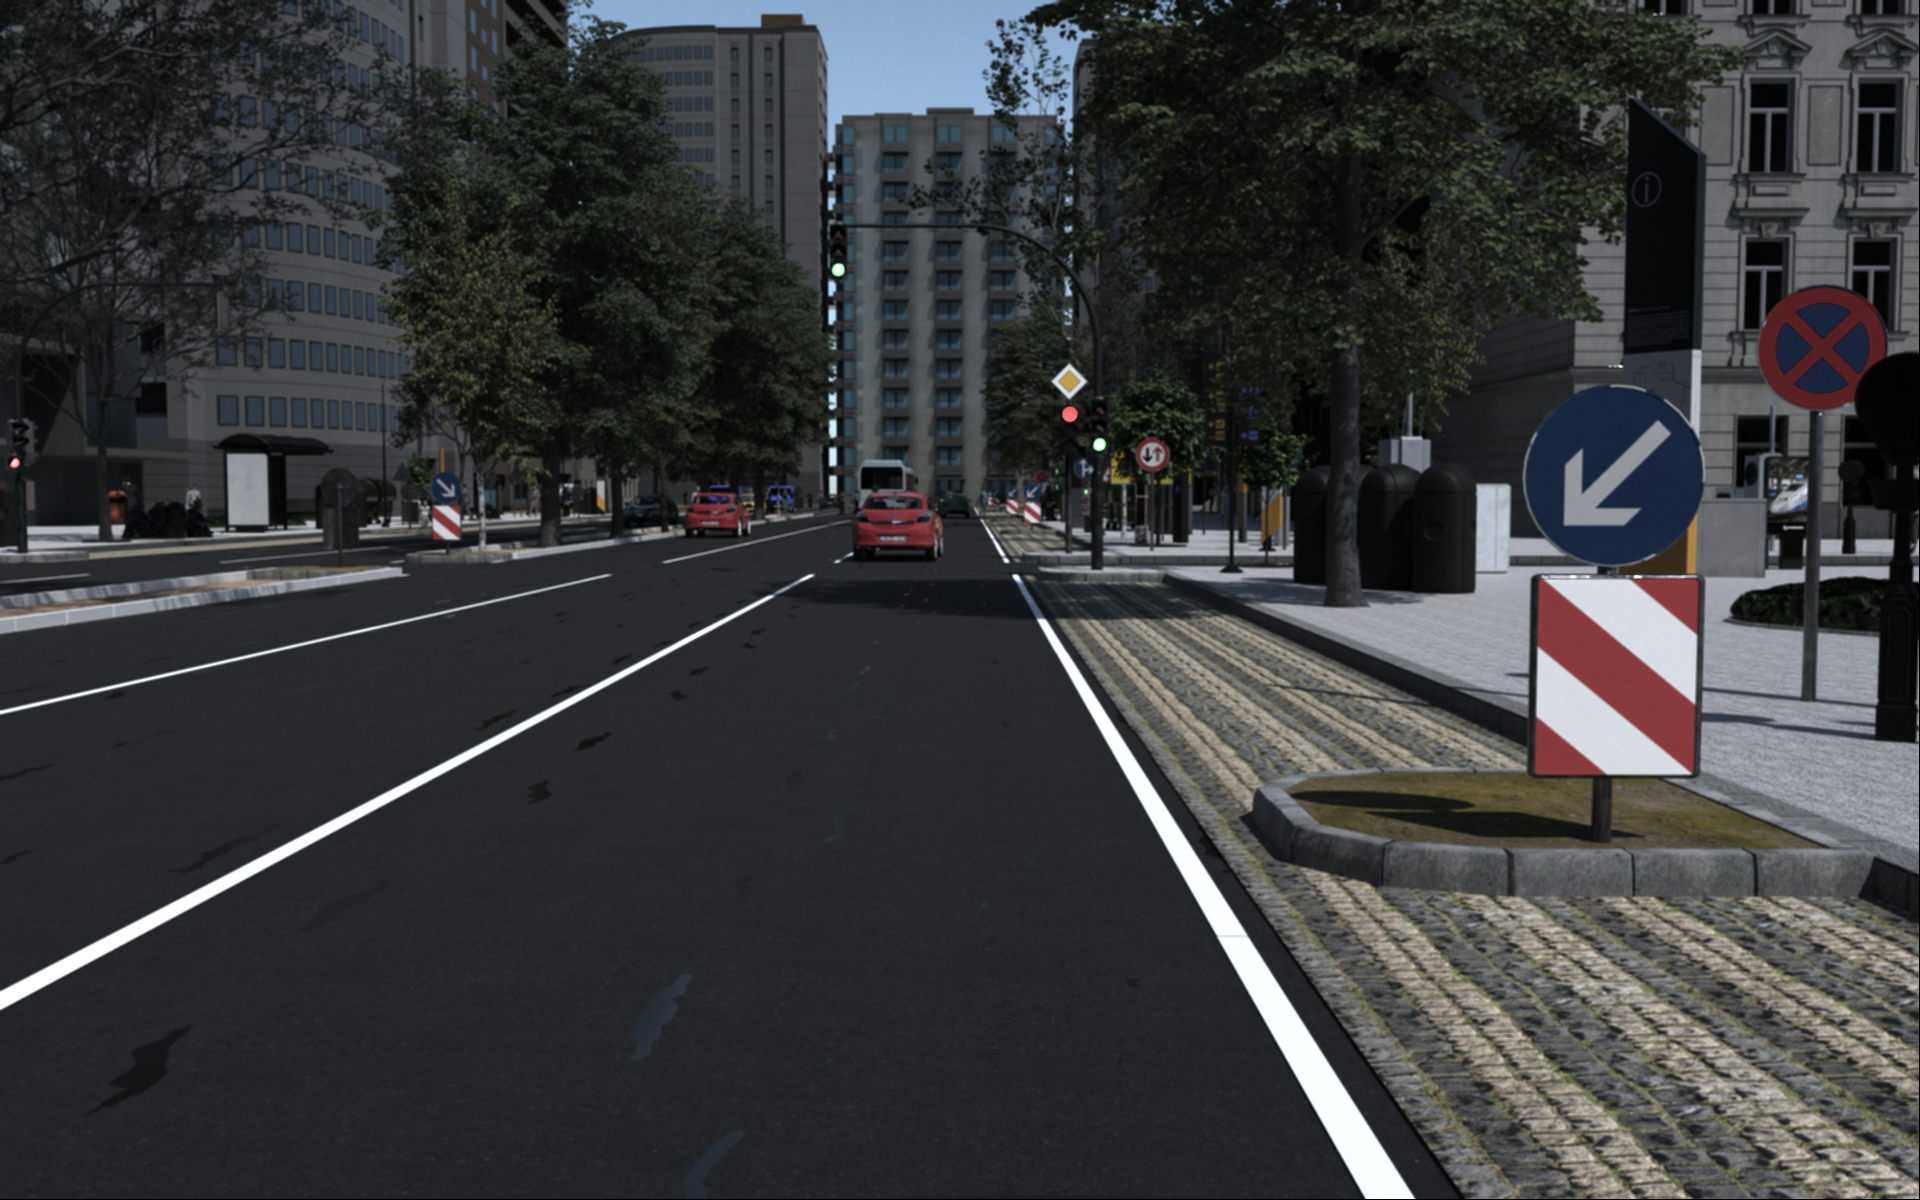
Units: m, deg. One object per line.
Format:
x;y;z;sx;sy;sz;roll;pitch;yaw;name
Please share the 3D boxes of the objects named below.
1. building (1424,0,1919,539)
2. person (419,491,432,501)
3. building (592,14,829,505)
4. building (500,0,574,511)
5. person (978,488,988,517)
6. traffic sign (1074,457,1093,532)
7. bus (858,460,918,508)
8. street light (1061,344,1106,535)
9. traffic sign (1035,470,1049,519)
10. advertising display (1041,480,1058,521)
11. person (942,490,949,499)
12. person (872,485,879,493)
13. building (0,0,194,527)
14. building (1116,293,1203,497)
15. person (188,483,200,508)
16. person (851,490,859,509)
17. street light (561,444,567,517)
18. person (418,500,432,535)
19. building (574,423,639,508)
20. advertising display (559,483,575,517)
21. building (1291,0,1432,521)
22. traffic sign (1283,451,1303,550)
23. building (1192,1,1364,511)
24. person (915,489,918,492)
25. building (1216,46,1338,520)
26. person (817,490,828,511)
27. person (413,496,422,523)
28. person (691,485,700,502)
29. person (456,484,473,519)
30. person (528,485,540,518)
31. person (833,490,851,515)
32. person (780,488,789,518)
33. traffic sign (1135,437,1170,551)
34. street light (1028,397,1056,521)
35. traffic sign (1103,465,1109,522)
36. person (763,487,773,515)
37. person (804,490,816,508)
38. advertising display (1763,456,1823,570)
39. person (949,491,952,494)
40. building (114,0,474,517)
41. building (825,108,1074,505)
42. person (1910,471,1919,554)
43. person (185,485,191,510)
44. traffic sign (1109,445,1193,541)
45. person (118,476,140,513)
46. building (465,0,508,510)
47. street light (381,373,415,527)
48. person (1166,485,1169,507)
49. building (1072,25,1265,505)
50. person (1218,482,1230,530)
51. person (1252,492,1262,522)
38.725;-17.091;55.854;44.131;29.872;17.030;0;4;0;building
-27.603;-5.091;89.051;0.659;1.850;0.755;3;5;44;person
-30.776;-41.283;216.977;28.212;58.520;21.231;0;4;0;building
-43.828;-31.396;137.022;21.300;48.544;21.600;0;4;0;building
1.437;-6.145;108.832;0.748;1.841;0.638;-2;4;-24;person
4.254;-3.594;58.872;0.768;2.556;0.104;0;4;2;traffic sign
-4.132;-6.453;100.369;2.948;3.499;13.247;0;4;1;bus
3.836;-4.970;53.803;1.470;5.913;1.316;0;4;0;street light
4.297;-5.526;90.453;0.768;2.556;0.104;1;4;9;traffic sign
4.215;-4.672;81.606;0.974;1.923;0.123;3;5;43;advertising display
-1.069;-7.401;130.230;0.721;1.743;1.217;-3;4;-38;person
-2.694;-2.865;56.177;0.563;1.720;0.643;3;4;37;person
-47.120;-28.869;61.250;28.713;52.752;27.495;0;4;0;building
29.785;-19.458;163.179;27.650;21.520;28.899;0;4;0;building
-32.209;-4.048;72.981;0.760;1.731;0.466;2;4;25;person
-8.827;-8.583;148.823;1.348;1.826;0.705;-2;4;-34;person
-21.454;-7.552;96.010;1.470;5.913;1.316;0;4;0;street light
-18.664;-2.871;60.463;0.505;1.210;0.382;-3;5;-40;person
-47.454;-19.489;163.681;28.899;21.520;27.650;0;4;0;building
-22.484;-5.731;98.915;0.974;1.923;0.123;0;4;-4;advertising display
21.912;-14.949;74.089;12.332;23.373;15.834;0;4;0;building
7.469;-2.428;39.802;0.768;2.556;0.104;0;4;1;traffic sign
32.221;-27.175;136.188;32.217;40.220;23.993;0;4;0;building
-3.377;-7.654;133.733;1.350;1.814;0.705;1;4;22;person
23.833;-16.155;97.425;16.112;22.955;30.059;0;4;0;building
-11.741;-8.466;146.996;0.705;1.814;1.350;3;4;37;person
-23.966;-3.995;76.382;0.505;1.210;0.382;-2;4;-25;person
-10.520;-3.707;69.459;0.694;1.780;0.624;-2;4;-29;person
-25.038;-4.975;87.664;0.850;1.792;0.678;0;4;5;person
-22.956;-5.321;93.387;0.599;1.781;0.374;0;4;7;person
-7.925;-6.531;115.999;1.217;1.735;0.721;0;4;7;person
-10.142;-5.588;100.118;0.529;1.795;0.600;0;4;4;person
4.334;-2.382;39.045;0.768;2.556;0.104;0;4;4;traffic sign
3.931;-6.751;82.925;1.470;5.913;1.316;0;4;0;street light
6.717;-4.784;78.219;0.884;2.594;0.081;0;4;5;traffic sign
-12.247;-6.268;110.351;0.648;1.900;0.474;-1;4;-17;person
-14.924;-10.035;172.535;1.348;1.831;0.705;0;4;6;person
14.142;-1.481;29.429;0.974;1.923;0.123;0;4;-3;advertising display
-0.895;-8.666;150.854;0.621;1.740;0.551;2;4;28;person
-42.252;-33.961;97.269;21.231;58.520;28.212;0;4;0;building
-1.286;-36.570;217.533;30.456;49.044;23.786;0;4;0;building
20.411;-1.859;36.931;0.782;1.767;0.515;0;4;-8;person
-36.727;-4.616;82.513;0.522;1.701;0.512;0;4;1;person
5.186;-3.249;46.990;2.265;3.308;0.079;0;4;5;traffic sign
-28.265;-3.272;58.910;0.474;1.900;0.648;1;4;14;person
-40.178;-28.682;119.059;14.600;45.320;14.200;0;4;0;building
-21.637;-5.758;66.681;1.470;5.913;1.316;0;4;0;street light
8.983;-4.226;75.116;0.794;1.824;0.713;-3;5;-43;person
28.686;-41.287;217.041;28.212;58.520;21.231;0;4;0;building
9.501;-3.367;62.098;0.522;1.701;0.512;1;4;23;person
13.561;-4.411;78.000;0.795;1.843;0.661;0;4;-8;person
